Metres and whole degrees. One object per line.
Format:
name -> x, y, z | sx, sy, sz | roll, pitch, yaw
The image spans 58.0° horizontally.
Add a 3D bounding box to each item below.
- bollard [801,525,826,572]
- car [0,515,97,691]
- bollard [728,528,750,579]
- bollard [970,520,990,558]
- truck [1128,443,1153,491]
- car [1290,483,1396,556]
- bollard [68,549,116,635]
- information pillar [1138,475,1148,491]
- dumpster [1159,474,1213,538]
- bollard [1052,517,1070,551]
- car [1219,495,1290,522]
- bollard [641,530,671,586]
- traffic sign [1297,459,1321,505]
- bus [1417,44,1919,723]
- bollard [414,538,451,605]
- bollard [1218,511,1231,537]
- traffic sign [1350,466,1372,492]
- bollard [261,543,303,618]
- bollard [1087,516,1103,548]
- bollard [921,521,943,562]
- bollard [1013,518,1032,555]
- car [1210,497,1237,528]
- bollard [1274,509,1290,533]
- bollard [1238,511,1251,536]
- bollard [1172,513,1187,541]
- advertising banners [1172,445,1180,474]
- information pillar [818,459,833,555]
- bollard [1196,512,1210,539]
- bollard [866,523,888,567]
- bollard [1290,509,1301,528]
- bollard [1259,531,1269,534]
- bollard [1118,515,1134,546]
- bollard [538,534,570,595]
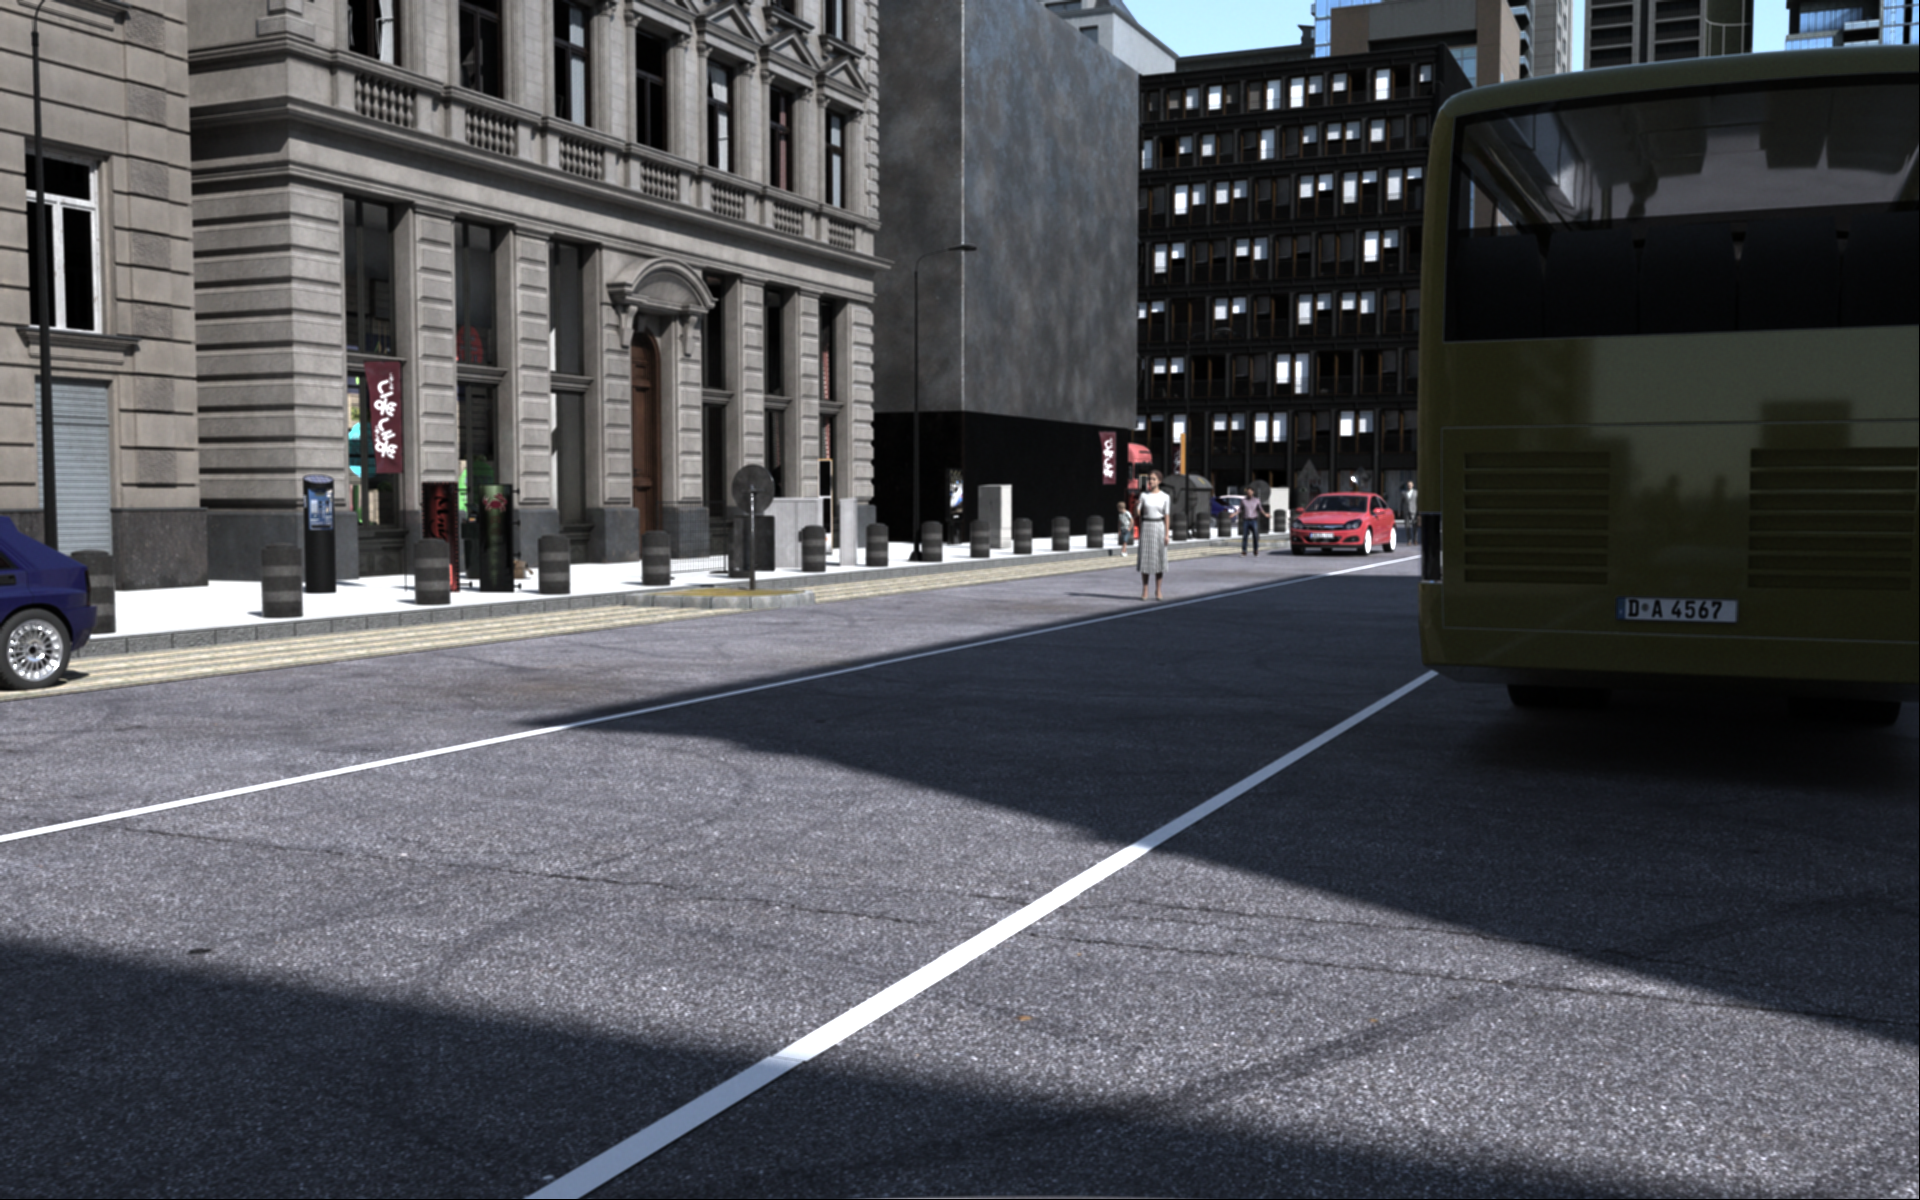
bollard -> -2.410, -0.845, 28.526 | 0.404, 0.777, 0.398 | 0, 3, 0
car -> -8.035, 0.050, 11.756 | 1.945, 1.354, 3.894 | 2, 4, 25
bollard -> -3.342, -0.717, 26.436 | 0.404, 0.777, 0.398 | 0, 3, 0
bollard -> 0.403, -1.229, 34.818 | 0.404, 0.777, 0.398 | 0, 3, 0
truck -> 4.288, -5.759, 83.080 | 11.283, 4.237, 2.839 | 2, 4, 25
car -> 9.247, -1.996, 41.670 | 2.155, 1.783, 4.494 | 2, 4, 26
bollard -> -8.014, -0.077, 15.971 | 0.404, 0.777, 0.398 | 0, 3, 0
information pillar -> 6.934, -3.746, 65.735 | 0.304, 2.012, 0.304 | -1, 4, -9
dumpster -> 6.631, -2.775, 51.129 | 1.264, 1.857, 1.865 | 2, 4, 24
bollard -> 2.269, -1.485, 39.004 | 0.404, 0.777, 0.398 | 0, 3, 0
car -> 12.867, -4.085, 79.159 | 4.827, 1.381, 2.083 | 2, 4, 25
bollard -> -4.273, -0.589, 24.347 | 0.404, 0.777, 0.398 | 0, 3, 0
traffic sign -> 12.780, -3.883, 63.498 | 0.884, 2.594, 0.081 | 2, 4, 26
bus -> 6.042, -1.363, 13.839 | 2.896, 3.916, 12.252 | 2, 4, 25
bollard -> -6.142, -0.333, 20.159 | 0.404, 0.777, 0.398 | 0, 3, 0
bollard -> 7.872, -2.252, 51.545 | 0.404, 0.777, 0.398 | 0, 3, 0
traffic sign -> 14.277, -3.557, 61.793 | 0.795, 2.450, 0.064 | 2, 4, 24
bollard -> -7.075, -0.205, 18.070 | 0.404, 0.777, 0.398 | 0, 3, 0
bollard -> 3.203, -1.613, 41.094 | 0.404, 0.777, 0.398 | 0, 3, 0
bollard -> -0.530, -1.102, 32.728 | 0.404, 0.777, 0.398 | 0, 3, 0
bollard -> 1.338, -1.358, 36.914 | 0.404, 0.777, 0.398 | 0, 3, 0
car -> 9.021, -3.461, 69.173 | 3.894, 1.354, 1.945 | 2, 4, 26
bollard -> 10.672, -2.636, 57.811 | 0.404, 0.777, 0.398 | 0, 3, 0
bollard -> 8.805, -2.380, 53.633 | 0.404, 0.777, 0.398 | 0, 3, 0
bollard -> 6.003, -1.997, 47.361 | 0.404, 0.777, 0.398 | 0, 3, 0
advertising banners -> 7.251, -4.054, 62.473 | 0.090, 3.025, 2.074 | -3, 5, -42
information pillar -> -2.850, -1.964, 36.605 | 0.304, 2.012, 0.304 | 0, 4, -5
bollard -> 6.940, -2.124, 49.448 | 0.404, 0.777, 0.398 | 0, 3, 0
bollard -> -1.468, -0.973, 30.629 | 0.404, 0.777, 0.398 | 0, 3, 0
bollard -> 11.603, -2.764, 59.901 | 0.404, 0.777, 0.398 | 0, 3, 0
bollard -> 9.736, -2.508, 55.723 | 0.404, 0.777, 0.398 | 0, 3, 0
bollard -> 4.139, -1.741, 43.181 | 0.404, 0.777, 0.398 | 0, 3, 0
bollard -> -5.214, -0.461, 22.250 | 0.404, 0.777, 0.398 | 0, 3, 0
